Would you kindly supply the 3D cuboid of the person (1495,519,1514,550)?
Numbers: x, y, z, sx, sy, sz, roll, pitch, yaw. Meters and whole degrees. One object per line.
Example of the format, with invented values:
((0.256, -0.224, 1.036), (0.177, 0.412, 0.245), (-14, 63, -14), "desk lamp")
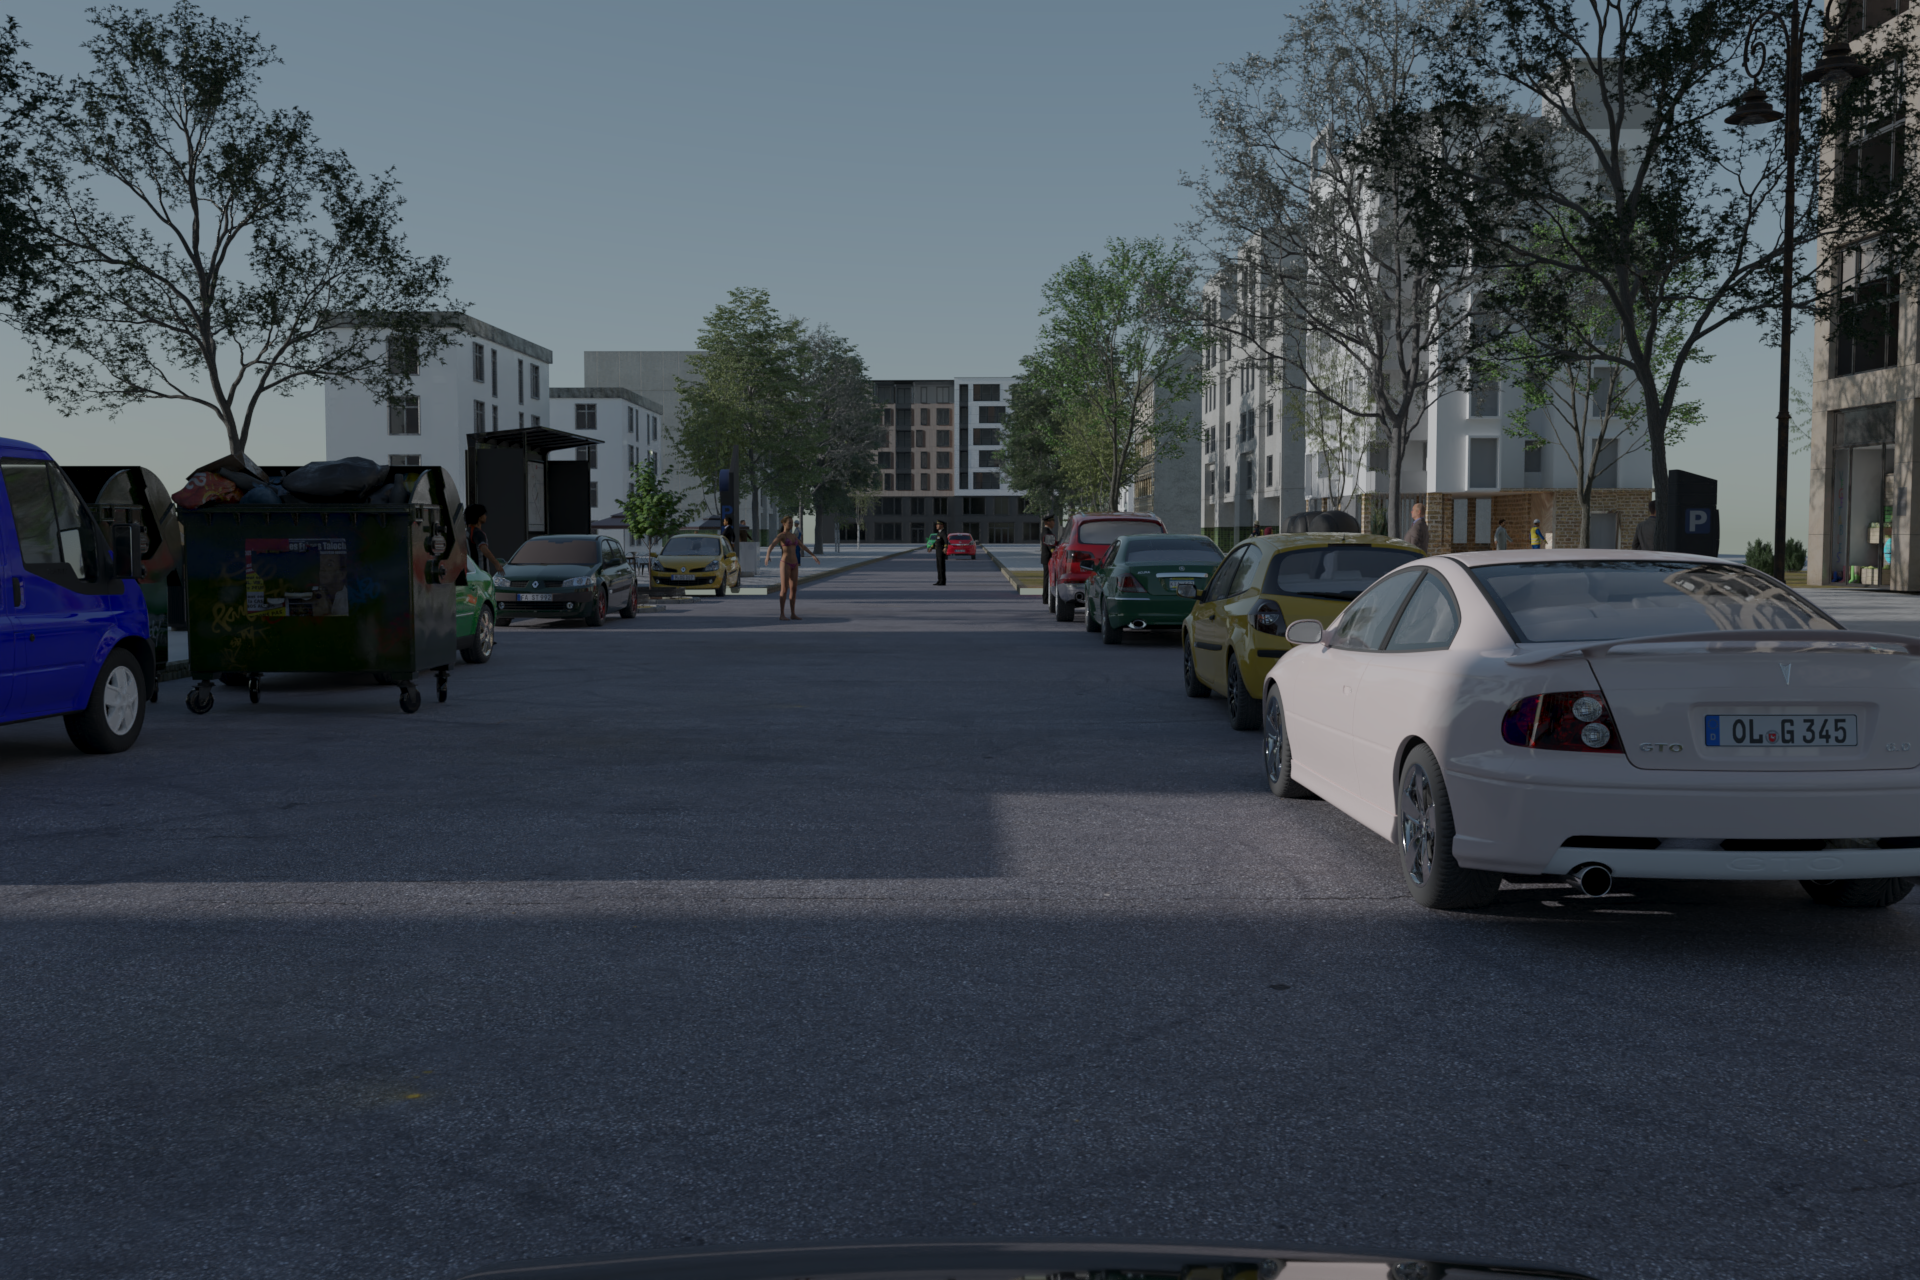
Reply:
((19.149, -3.360, 61.118), (0.705, 1.806, 1.347), (3, 5, 43), "person")

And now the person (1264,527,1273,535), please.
((6.674, -1.705, 37.089), (0.599, 1.438, 0.989), (1, 4, 14), "person")

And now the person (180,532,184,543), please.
((-14.502, -1.547, 31.377), (1.344, 1.819, 0.704), (-1, 4, -12), "person")

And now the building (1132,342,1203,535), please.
((27.420, -20.838, 171.635), (19.493, 23.208, 18.063), (0, 3, 0), "building")

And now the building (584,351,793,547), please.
((-27.757, -19.370, 183.150), (16.747, 18.905, 31.486), (0, 4, 0), "building")

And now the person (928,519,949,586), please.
((-0.555, -2.431, 48.132), (0.705, 1.837, 1.347), (-1, 4, -20), "person")

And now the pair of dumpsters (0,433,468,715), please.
((-6.421, -0.564, 14.175), (4.436, 2.255, 1.574), (0, 4, 1), "pair of dumpsters")

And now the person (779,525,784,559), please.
((-5.658, -3.060, 56.254), (0.704, 1.802, 1.346), (1, 4, 10), "person")

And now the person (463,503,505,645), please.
((-6.195, -0.840, 22.337), (0.704, 1.843, 1.345), (-2, 4, -34), "person")

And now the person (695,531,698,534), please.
((-12.152, -4.309, 79.721), (0.991, 1.433, 0.599), (0, 4, 5), "person")

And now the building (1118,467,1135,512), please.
((24.851, -16.419, 210.603), (9.099, 9.664, 28.070), (0, 3, 0), "building")

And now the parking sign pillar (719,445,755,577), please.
((-6.868, -3.866, 51.674), (1.447, 3.967, 1.447), (0, 4, -1), "parking sign pillar")

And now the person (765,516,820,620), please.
((-2.801, -1.198, 28.848), (0.721, 1.733, 1.217), (3, 5, 41), "person")

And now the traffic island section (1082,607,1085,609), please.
((3.238, -0.678, 33.944), (1.991, 0.108, 1.994), (0, 4, 1), "traffic island section")

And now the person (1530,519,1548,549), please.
((21.474, -3.576, 64.439), (0.705, 1.833, 1.349), (0, 4, -7), "person")

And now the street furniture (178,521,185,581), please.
((-21.407, -2.596, 49.293), (9.812, 1.723, 11.010), (0, 4, -4), "street furniture")

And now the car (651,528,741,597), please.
((-6.224, -1.875, 40.878), (2.015, 1.641, 3.980), (0, 3, 0), "car")

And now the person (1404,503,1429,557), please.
((7.073, -1.246, 26.967), (0.434, 1.755, 0.990), (1, 4, 23), "person")

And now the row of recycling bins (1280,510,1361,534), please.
((6.436, -1.479, 31.294), (1.069, 1.692, 3.534), (0, 4, 0), "row of recycling bins")

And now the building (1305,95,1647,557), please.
((21.563, -13.744, 81.133), (16.016, 20.090, 11.380), (0, 4, 0), "building")

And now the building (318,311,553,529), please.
((-23.172, -8.397, 79.438), (9.099, 9.664, 28.070), (0, 4, 1), "building")

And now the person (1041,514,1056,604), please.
((1.837, -1.651, 35.389), (0.705, 1.837, 1.347), (0, 4, -3), "person")

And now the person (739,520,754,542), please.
((-8.113, -3.595, 64.919), (0.704, 1.812, 1.346), (2, 4, 24), "person")

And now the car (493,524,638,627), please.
((-6.384, -1.119, 28.075), (2.009, 1.686, 4.222), (0, 4, 0), "car")

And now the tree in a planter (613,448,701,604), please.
((-6.508, -2.389, 36.276), (1.991, 3.239, 1.994), (0, 4, 0), "tree in a planter")

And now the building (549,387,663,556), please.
((-23.926, -10.463, 113.213), (9.099, 9.664, 28.070), (0, 4, -1), "building")

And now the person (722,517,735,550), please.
((-6.292, -2.426, 46.387), (0.721, 1.740, 1.216), (1, 4, 15), "person")

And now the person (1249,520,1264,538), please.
((12.435, -4.092, 72.686), (0.705, 1.856, 1.354), (3, 5, 42), "person")

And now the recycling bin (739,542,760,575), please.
((-6.731, -2.581, 54.754), (0.722, 1.027, 0.722), (0, 4, 2), "recycling bin")

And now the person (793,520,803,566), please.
((-6.540, -3.877, 69.246), (0.705, 1.847, 1.347), (1, 4, 19), "person")

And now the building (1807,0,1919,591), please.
((29.251, -13.423, 22.662), (19.351, 26.588, 34.151), (0, 4, 1), "building")

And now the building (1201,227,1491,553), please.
((25.688, -14.803, 108.484), (16.747, 18.905, 31.486), (0, 4, 0), "building")

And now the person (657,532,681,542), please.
((-12.690, -4.287, 76.218), (1.348, 1.813, 0.705), (-2, 4, -35), "person")

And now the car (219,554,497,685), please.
((-6.144, -0.554, 17.859), (1.959, 1.807, 4.718), (0, 4, 0), "car")

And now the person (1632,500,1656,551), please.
((9.827, -1.075, 24.154), (0.750, 1.759, 0.617), (0, 4, -4), "person")

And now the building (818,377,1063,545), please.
((-2.399, -23.952, 238.044), (32.646, 21.610, 27.936), (0, 4, 2), "building")

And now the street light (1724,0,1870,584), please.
((6.741, -2.529, 14.131), (0.468, 5.910, 1.993), (0, 4, 1), "street light")
